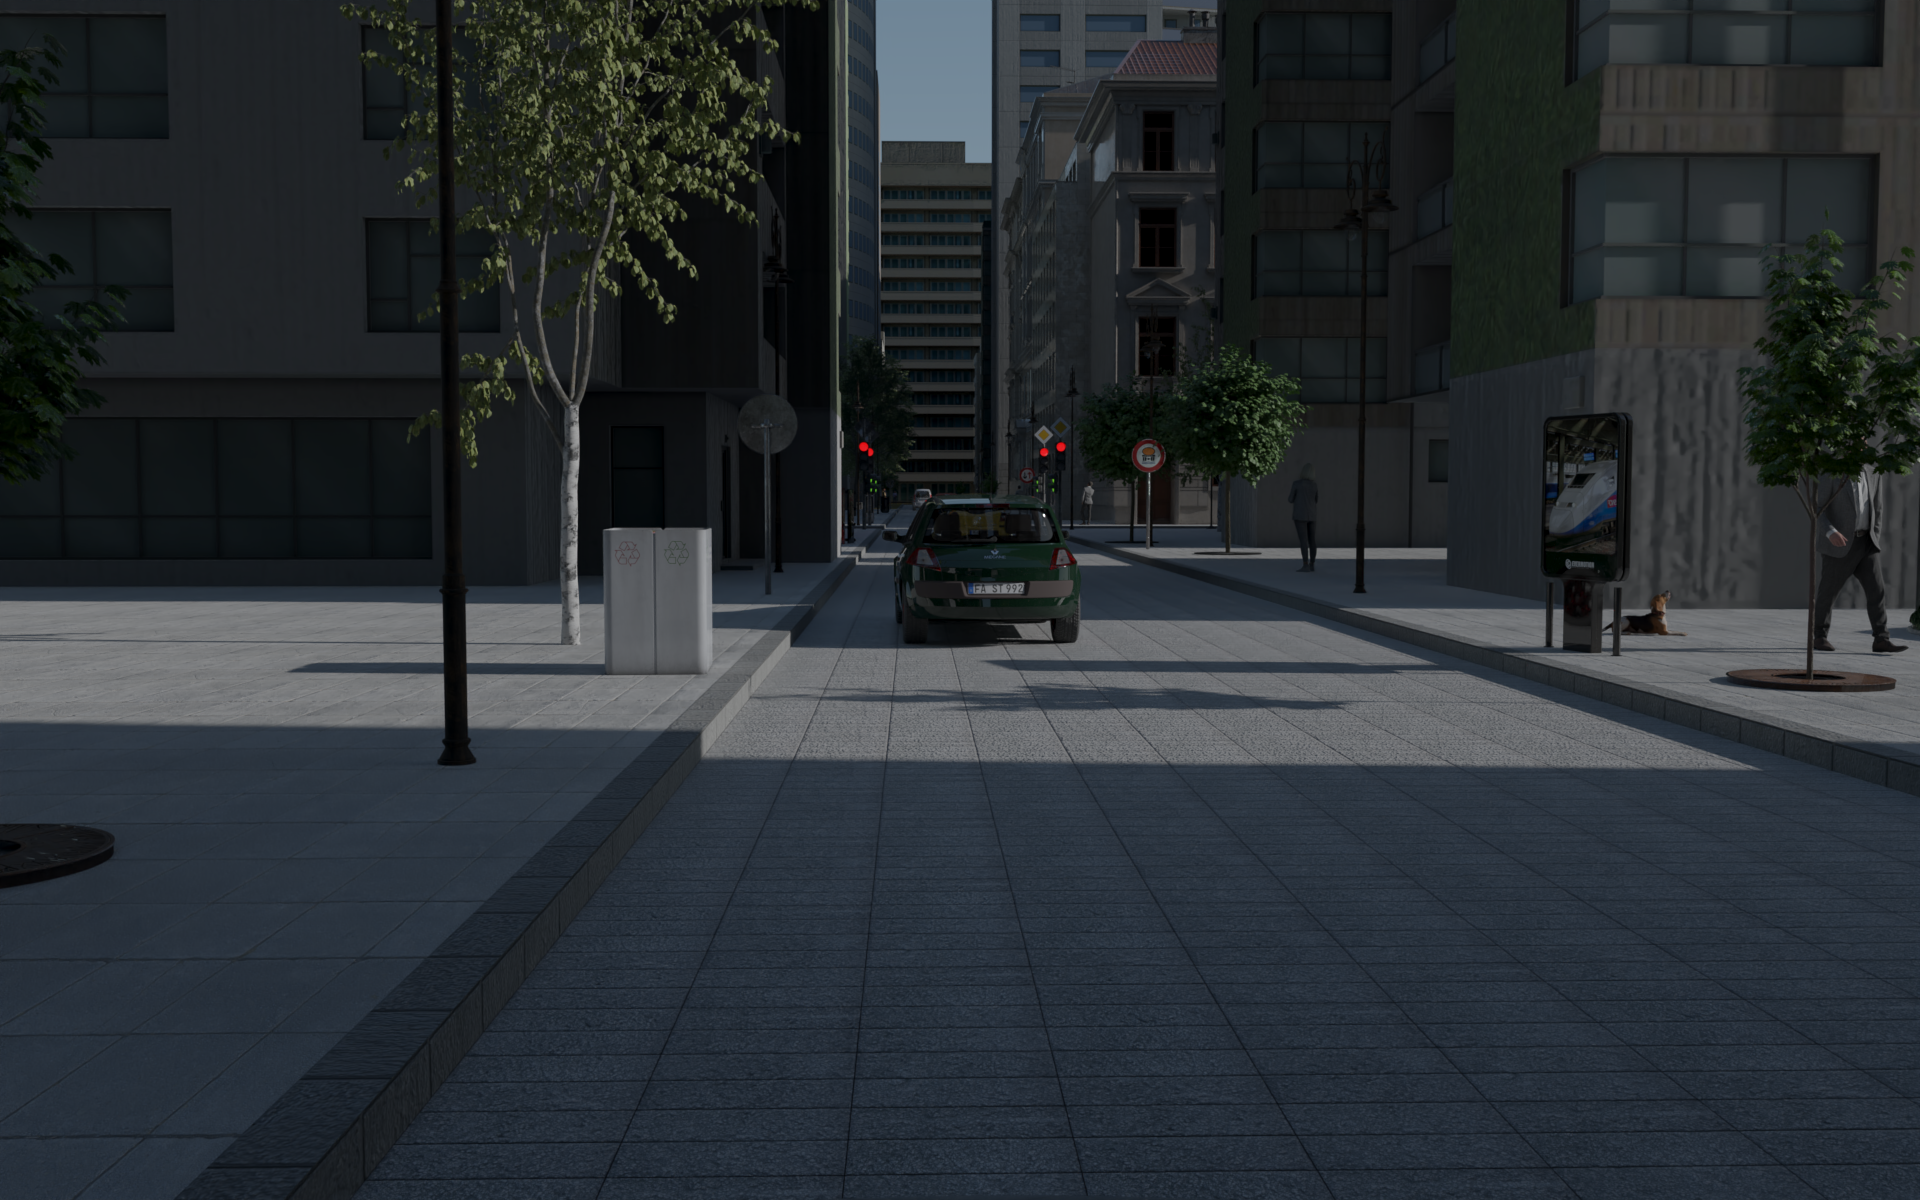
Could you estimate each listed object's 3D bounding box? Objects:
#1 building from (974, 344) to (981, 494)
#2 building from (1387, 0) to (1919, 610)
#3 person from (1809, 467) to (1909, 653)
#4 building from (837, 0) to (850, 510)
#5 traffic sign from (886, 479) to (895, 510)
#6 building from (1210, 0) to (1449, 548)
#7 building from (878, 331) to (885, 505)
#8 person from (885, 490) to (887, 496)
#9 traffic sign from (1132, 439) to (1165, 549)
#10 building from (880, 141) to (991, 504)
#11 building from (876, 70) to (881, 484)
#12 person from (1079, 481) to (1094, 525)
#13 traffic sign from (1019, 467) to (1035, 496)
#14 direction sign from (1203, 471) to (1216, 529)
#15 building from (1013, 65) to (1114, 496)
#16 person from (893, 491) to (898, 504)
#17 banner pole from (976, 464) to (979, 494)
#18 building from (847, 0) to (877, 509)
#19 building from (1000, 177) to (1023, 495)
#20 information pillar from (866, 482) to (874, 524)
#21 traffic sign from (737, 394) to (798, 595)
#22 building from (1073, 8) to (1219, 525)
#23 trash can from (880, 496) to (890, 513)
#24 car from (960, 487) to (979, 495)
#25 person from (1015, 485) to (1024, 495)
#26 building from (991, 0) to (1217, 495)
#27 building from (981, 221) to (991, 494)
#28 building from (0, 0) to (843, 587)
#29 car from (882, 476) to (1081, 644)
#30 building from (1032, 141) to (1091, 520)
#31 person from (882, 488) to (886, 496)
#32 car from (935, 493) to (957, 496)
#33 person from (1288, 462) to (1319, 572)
[{"bbox_3d":[15.973,-22.120,206.697,27.650,21.520,28.899,0,4,-2],"label":"building"},{"bbox_3d":[13.808,-20.880,24.984,14.154,41.232,14.086,0,4,-2],"label":"building"},{"bbox_3d":[7.240,-0.461,13.975,0.661,1.777,0.834,-1,4,-17],"label":"person"},{"bbox_3d":[-15.955,-27.622,135.211,14.154,41.232,14.086,0,4,-2],"label":"building"},{"bbox_3d":[-5.777,-8.769,143.473,0.768,2.556,0.104,0,4,-1],"label":"traffic sign"},{"bbox_3d":[13.901,-16.861,47.379,14.160,30.474,14.107,0,4,-2],"label":"building"},{"bbox_3d":[-23.486,-22.110,206.534,28.899,21.520,27.650,0,4,-2],"label":"building"},{"bbox_3d":[-6.827,-9.130,155.993,0.621,1.740,0.551,3,5,41],"label":"person"},{"bbox_3d":[4.363,-2.449,40.142,0.768,2.556,0.104,0,4,3],"label":"traffic sign"},{"bbox_3d":[-1.515,-37.736,240.688,21.600,48.544,21.300,0,4,-2],"label":"building"},{"bbox_3d":[-15.282,-32.414,180.086,14.600,45.320,14.200,0,4,-2],"label":"building"},{"bbox_3d":[5.243,-4.005,71.708,0.592,1.802,0.473,-1,4,-10],"label":"person"},{"bbox_3d":[3.199,-5.036,82.445,0.768,2.556,0.104,0,4,2],"label":"traffic sign"},{"bbox_3d":[9.252,-4.384,63.668,0.876,3.537,0.379,-1,4,-10],"label":"direction sign"},{"bbox_3d":[10.794,-19.936,111.862,13.634,28.700,20.117,0,4,-2],"label":"building"},{"bbox_3d":[-8.480,-13.314,226.057,0.709,1.838,0.599,-1,4,-13],"label":"person"},{"bbox_3d":[1.442,-9.366,143.148,0.401,3.779,0.863,-1,4,-12],"label":"banner pole"},{"bbox_3d":[-18.408,-37.702,158.423,21.231,58.520,28.212,0,4,-2],"label":"building"},{"bbox_3d":[10.517,-21.208,134.148,14.401,28.519,23.554,0,4,-2],"label":"building"},{"bbox_3d":[-3.959,-4.341,75.461,0.304,2.012,0.304,-2,4,-33],"label":"information pillar"},{"bbox_3d":[-2.450,-1.342,22.047,0.768,2.556,0.104,0,4,1],"label":"traffic sign"},{"bbox_3d":[16.087,-14.723,76.883,21.152,22.565,11.583,0,4,-2],"label":"building"},{"bbox_3d":[-5.099,-6.489,117.745,0.748,1.137,0.748,0,3,0],"label":"trash can"},{"bbox_3d":[0.425,-2.254,47.080,2.015,1.641,3.980,0,4,-3],"label":"car"},{"bbox_3d":[3.520,-5.893,102.660,0.678,1.792,0.850,-1,4,-18],"label":"person"},{"bbox_3d":[13.442,-37.976,162.899,21.231,58.520,28.212,0,4,-2],"label":"building"},{"bbox_3d":[9.168,-25.264,184.766,14.160,30.474,14.107,0,4,-2],"label":"building"},{"bbox_3d":[-9.366,-15.742,29.091,14.160,30.474,14.107,0,4,-2],"label":"building"},{"bbox_3d":[0.205,-0.504,18.026,2.009,1.686,4.222,0,4,-4],"label":"car"},{"bbox_3d":[9.627,-14.570,92.966,10.420,20.320,16.860,0,4,-2],"label":"building"},{"bbox_3d":[-6.563,-8.760,149.364,0.705,1.812,1.348,-1,4,-11],"label":"person"},{"bbox_3d":[-0.803,-5.721,102.576,2.155,1.783,4.494,0,4,-2],"label":"car"},{"bbox_3d":[5.654,-1.369,28.615,0.537,1.800,0.526,-1,4,-10],"label":"person"}]
